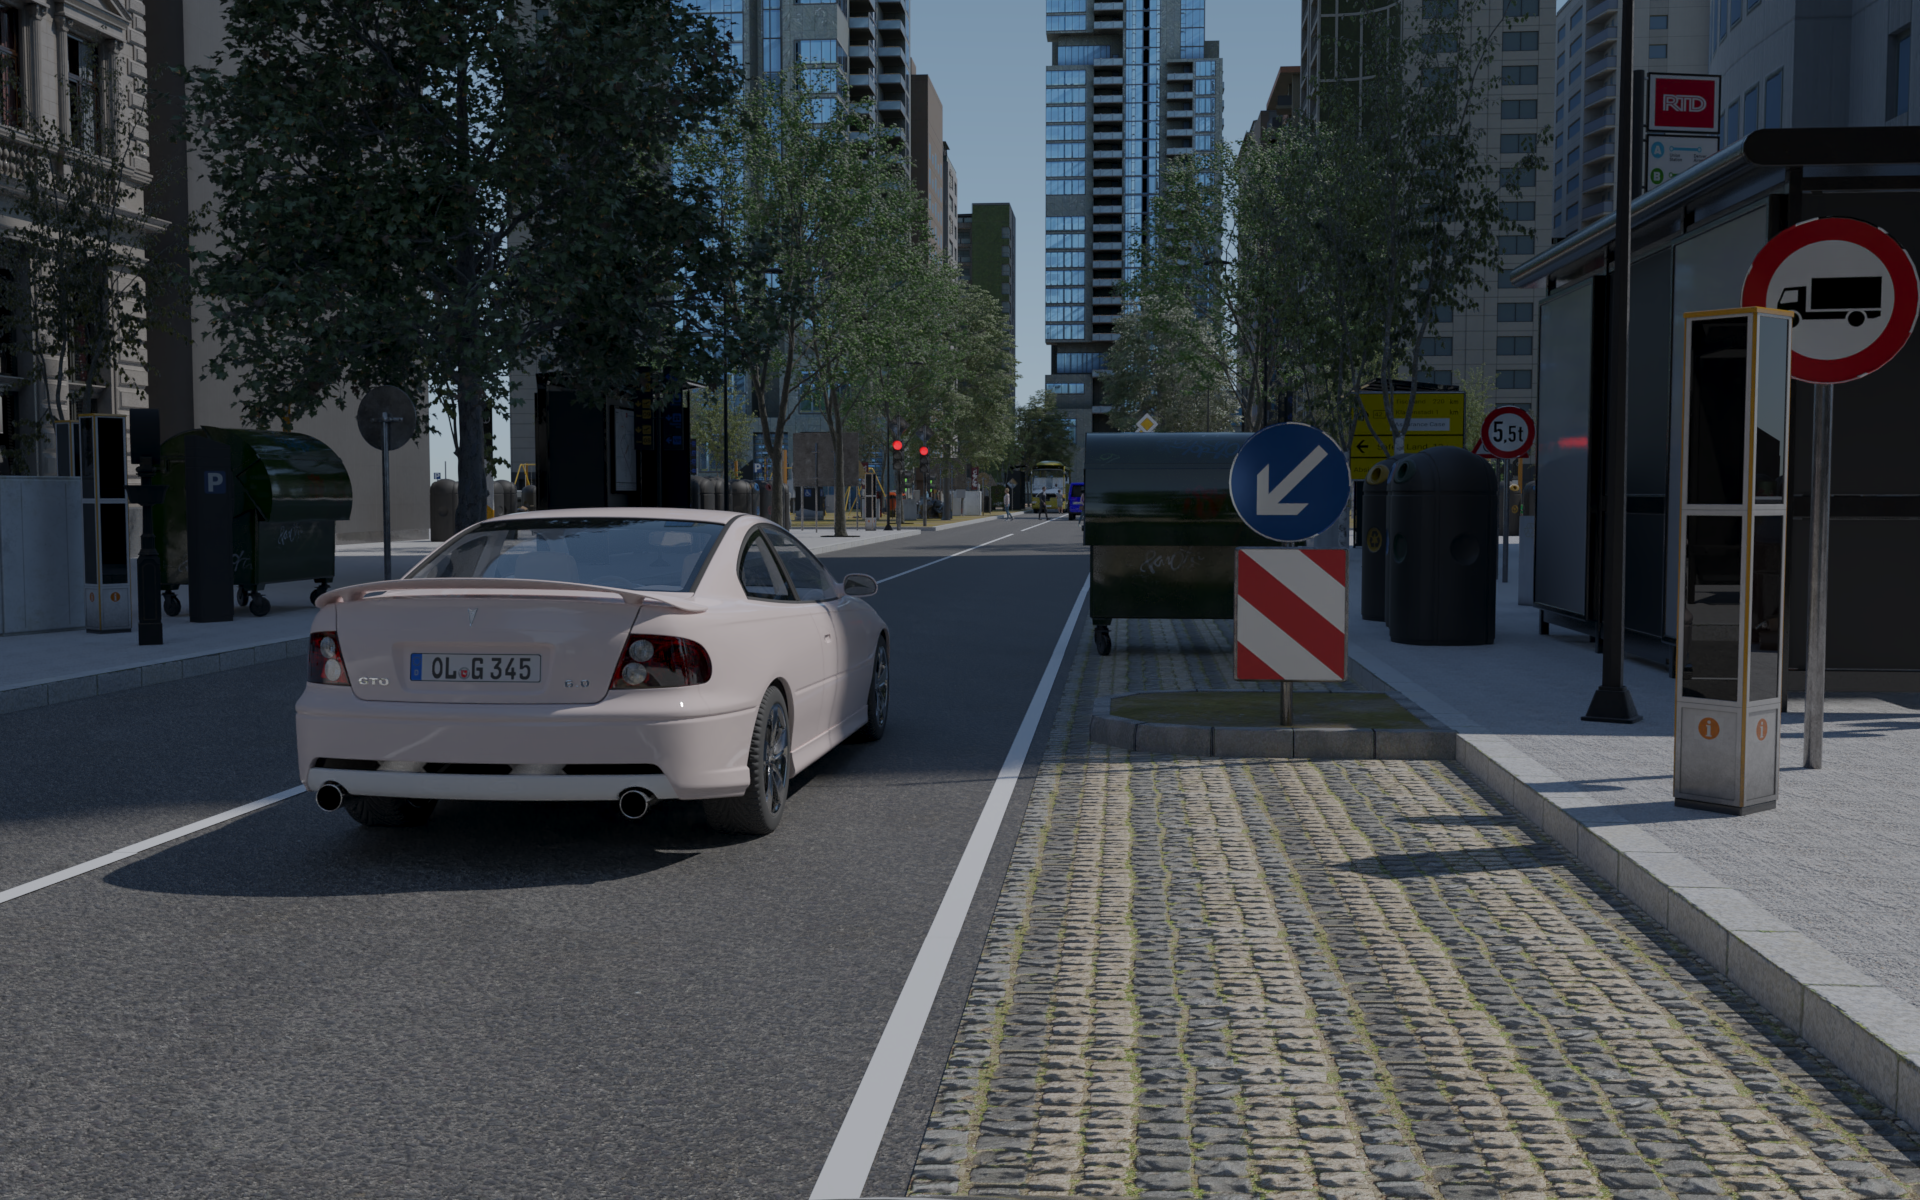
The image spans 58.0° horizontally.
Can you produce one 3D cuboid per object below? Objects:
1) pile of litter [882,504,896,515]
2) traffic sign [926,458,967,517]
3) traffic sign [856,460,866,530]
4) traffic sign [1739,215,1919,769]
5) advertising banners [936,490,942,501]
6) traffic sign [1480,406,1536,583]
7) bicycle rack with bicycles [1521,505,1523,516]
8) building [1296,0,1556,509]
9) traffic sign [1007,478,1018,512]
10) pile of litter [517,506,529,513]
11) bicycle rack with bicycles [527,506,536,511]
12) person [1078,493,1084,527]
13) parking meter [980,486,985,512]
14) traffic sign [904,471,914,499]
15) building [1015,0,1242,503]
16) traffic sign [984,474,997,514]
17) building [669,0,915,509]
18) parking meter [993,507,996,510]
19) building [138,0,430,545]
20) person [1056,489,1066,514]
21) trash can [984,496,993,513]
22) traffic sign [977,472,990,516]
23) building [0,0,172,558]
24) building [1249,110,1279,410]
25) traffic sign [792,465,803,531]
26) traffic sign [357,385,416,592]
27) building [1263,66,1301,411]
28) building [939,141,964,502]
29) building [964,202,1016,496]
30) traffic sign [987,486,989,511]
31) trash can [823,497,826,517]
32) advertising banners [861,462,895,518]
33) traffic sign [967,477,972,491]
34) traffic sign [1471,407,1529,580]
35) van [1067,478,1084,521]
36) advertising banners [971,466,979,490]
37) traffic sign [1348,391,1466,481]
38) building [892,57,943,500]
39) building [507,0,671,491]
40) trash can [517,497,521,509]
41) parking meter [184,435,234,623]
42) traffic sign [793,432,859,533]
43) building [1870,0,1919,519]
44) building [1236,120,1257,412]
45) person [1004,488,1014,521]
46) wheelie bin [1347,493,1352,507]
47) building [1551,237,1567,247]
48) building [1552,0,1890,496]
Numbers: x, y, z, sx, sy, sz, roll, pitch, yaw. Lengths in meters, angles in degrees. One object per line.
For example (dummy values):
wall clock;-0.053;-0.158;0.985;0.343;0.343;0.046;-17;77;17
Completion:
pile of litter;-4.343;-5.733;107.701;1.719;0.858;1.176;1;4;15
traffic sign;-0.765;-6.273;96.441;2.265;3.308;0.079;0;4;8
traffic sign;-3.623;-3.736;61.080;0.884;2.594;0.081;0;4;6
traffic sign;3.994;-0.485;8.037;0.768;2.556;0.104;1;4;12
advertising banners;-0.863;-8.277;131.515;2.074;3.025;0.090;1;4;15
traffic sign;7.907;-1.526;25.048;0.768;2.556;0.104;1;4;12
bicycle rack with bicycles;18.377;-2.774;58.736;2.852;0.926;2.925;3;5;39
building;38.642;-43.554;150.360;20.563;71.187;20.611;0;4;5
traffic sign;3.791;-7.589;125.270;0.795;2.450;0.064;1;4;11
pile of litter;-15.437;-2.904;61.437;1.719;0.858;1.176;-1;4;-13
bicycle rack with bicycles;-13.551;-2.465;53.689;2.852;0.926;2.925;0;4;-3
person;5.416;-4.049;75.299;0.593;1.750;0.643;-2;4;-26
parking meter;1.576;-7.160;122.769;0.399;1.863;0.255;3;5;42
traffic sign;-2.852;-5.726;93.733;0.768;2.556;0.104;1;4;11
building;24.059;-57.090;246.096;31.000;86.520;22.319;0;4;5
traffic sign;1.916;-6.714;109.785;0.884;2.594;0.081;0;4;7
building;-15.177;-51.775;159.190;22.319;86.520;31.000;0;4;5
parking meter;2.680;-7.962;138.585;0.372;1.533;0.369;0;3;0
building;-27.373;-15.325;44.064;24.014;27.812;14.314;0;4;5
person;7.298;-7.103;124.990;0.716;1.782;0.532;0;4;8
trash can;2.262;-7.492;134.145;0.748;1.137;0.748;0;3;0
traffic sign;1.354;-6.186;101.250;0.768;2.556;0.104;1;4;10
building;-22.185;-12.069;26.200;11.050;23.489;19.941;0;4;5
building;40.523;-33.490;197.669;14.600;45.320;14.200;0;4;5
traffic sign;-5.531;-3.705;60.677;0.768;2.556;0.104;1;4;15
traffic sign;-6.731;-1.236;20.316;0.768;2.556;0.104;1;4;13
building;42.452;-31.865;175.610;22.147;44.769;28.867;0;4;5
building;-7.540;-31.760;202.874;14.086;41.232;14.154;0;4;5
building;0.615;-34.361;245.396;14.086;41.232;14.154;0;4;5
traffic sign;2.153;-7.942;129.852;0.884;2.594;0.081;1;4;10
trash can;-7.736;-5.130;95.528;0.748;1.137;0.748;0;3;0
advertising banners;-4.481;-6.024;94.679;2.074;3.025;0.090;0;4;4
traffic sign;0.638;-8.121;132.885;0.768;2.556;0.104;1;4;11
traffic sign;8.049;-1.586;25.939;0.884;2.594;0.081;0;4;8
van;6.989;-5.570;95.448;2.240;2.365;5.245;0;4;6
advertising banners;0.215;-6.920;109.336;2.074;3.025;0.090;1;4;13
traffic sign;8.844;-2.475;34.345;2.265;3.308;0.079;0;4;6
building;-9.409;-32.566;182.561;14.600;45.320;14.200;0;4;5
building;-39.312;-46.694;201.692;20.611;71.187;20.563;0;4;5
trash can;-21.767;-4.534;85.780;0.748;1.137;0.748;0;3;0
parking meter;-7.520;-0.714;17.382;0.255;1.863;0.399;3;4;37
traffic sign;-4.456;-3.886;57.410;2.265;3.308;0.079;1;4;13
building;25.918;-29.941;31.535;21.231;58.520;28.212;0;4;5
building;53.452;-40.247;247.277;27.495;52.752;28.713;0;4;5
person;2.593;-5.059;91.886;0.598;1.740;0.731;-1;4;-17
wheelie bin;12.833;-3.102;58.619;0.980;1.594;0.693;-2;4;-33
building;60.383;-25.994;196.711;14.107;30.474;14.160;0;4;5
building;81.593;-39.629;189.933;28.212;58.520;21.231;0;4;5
